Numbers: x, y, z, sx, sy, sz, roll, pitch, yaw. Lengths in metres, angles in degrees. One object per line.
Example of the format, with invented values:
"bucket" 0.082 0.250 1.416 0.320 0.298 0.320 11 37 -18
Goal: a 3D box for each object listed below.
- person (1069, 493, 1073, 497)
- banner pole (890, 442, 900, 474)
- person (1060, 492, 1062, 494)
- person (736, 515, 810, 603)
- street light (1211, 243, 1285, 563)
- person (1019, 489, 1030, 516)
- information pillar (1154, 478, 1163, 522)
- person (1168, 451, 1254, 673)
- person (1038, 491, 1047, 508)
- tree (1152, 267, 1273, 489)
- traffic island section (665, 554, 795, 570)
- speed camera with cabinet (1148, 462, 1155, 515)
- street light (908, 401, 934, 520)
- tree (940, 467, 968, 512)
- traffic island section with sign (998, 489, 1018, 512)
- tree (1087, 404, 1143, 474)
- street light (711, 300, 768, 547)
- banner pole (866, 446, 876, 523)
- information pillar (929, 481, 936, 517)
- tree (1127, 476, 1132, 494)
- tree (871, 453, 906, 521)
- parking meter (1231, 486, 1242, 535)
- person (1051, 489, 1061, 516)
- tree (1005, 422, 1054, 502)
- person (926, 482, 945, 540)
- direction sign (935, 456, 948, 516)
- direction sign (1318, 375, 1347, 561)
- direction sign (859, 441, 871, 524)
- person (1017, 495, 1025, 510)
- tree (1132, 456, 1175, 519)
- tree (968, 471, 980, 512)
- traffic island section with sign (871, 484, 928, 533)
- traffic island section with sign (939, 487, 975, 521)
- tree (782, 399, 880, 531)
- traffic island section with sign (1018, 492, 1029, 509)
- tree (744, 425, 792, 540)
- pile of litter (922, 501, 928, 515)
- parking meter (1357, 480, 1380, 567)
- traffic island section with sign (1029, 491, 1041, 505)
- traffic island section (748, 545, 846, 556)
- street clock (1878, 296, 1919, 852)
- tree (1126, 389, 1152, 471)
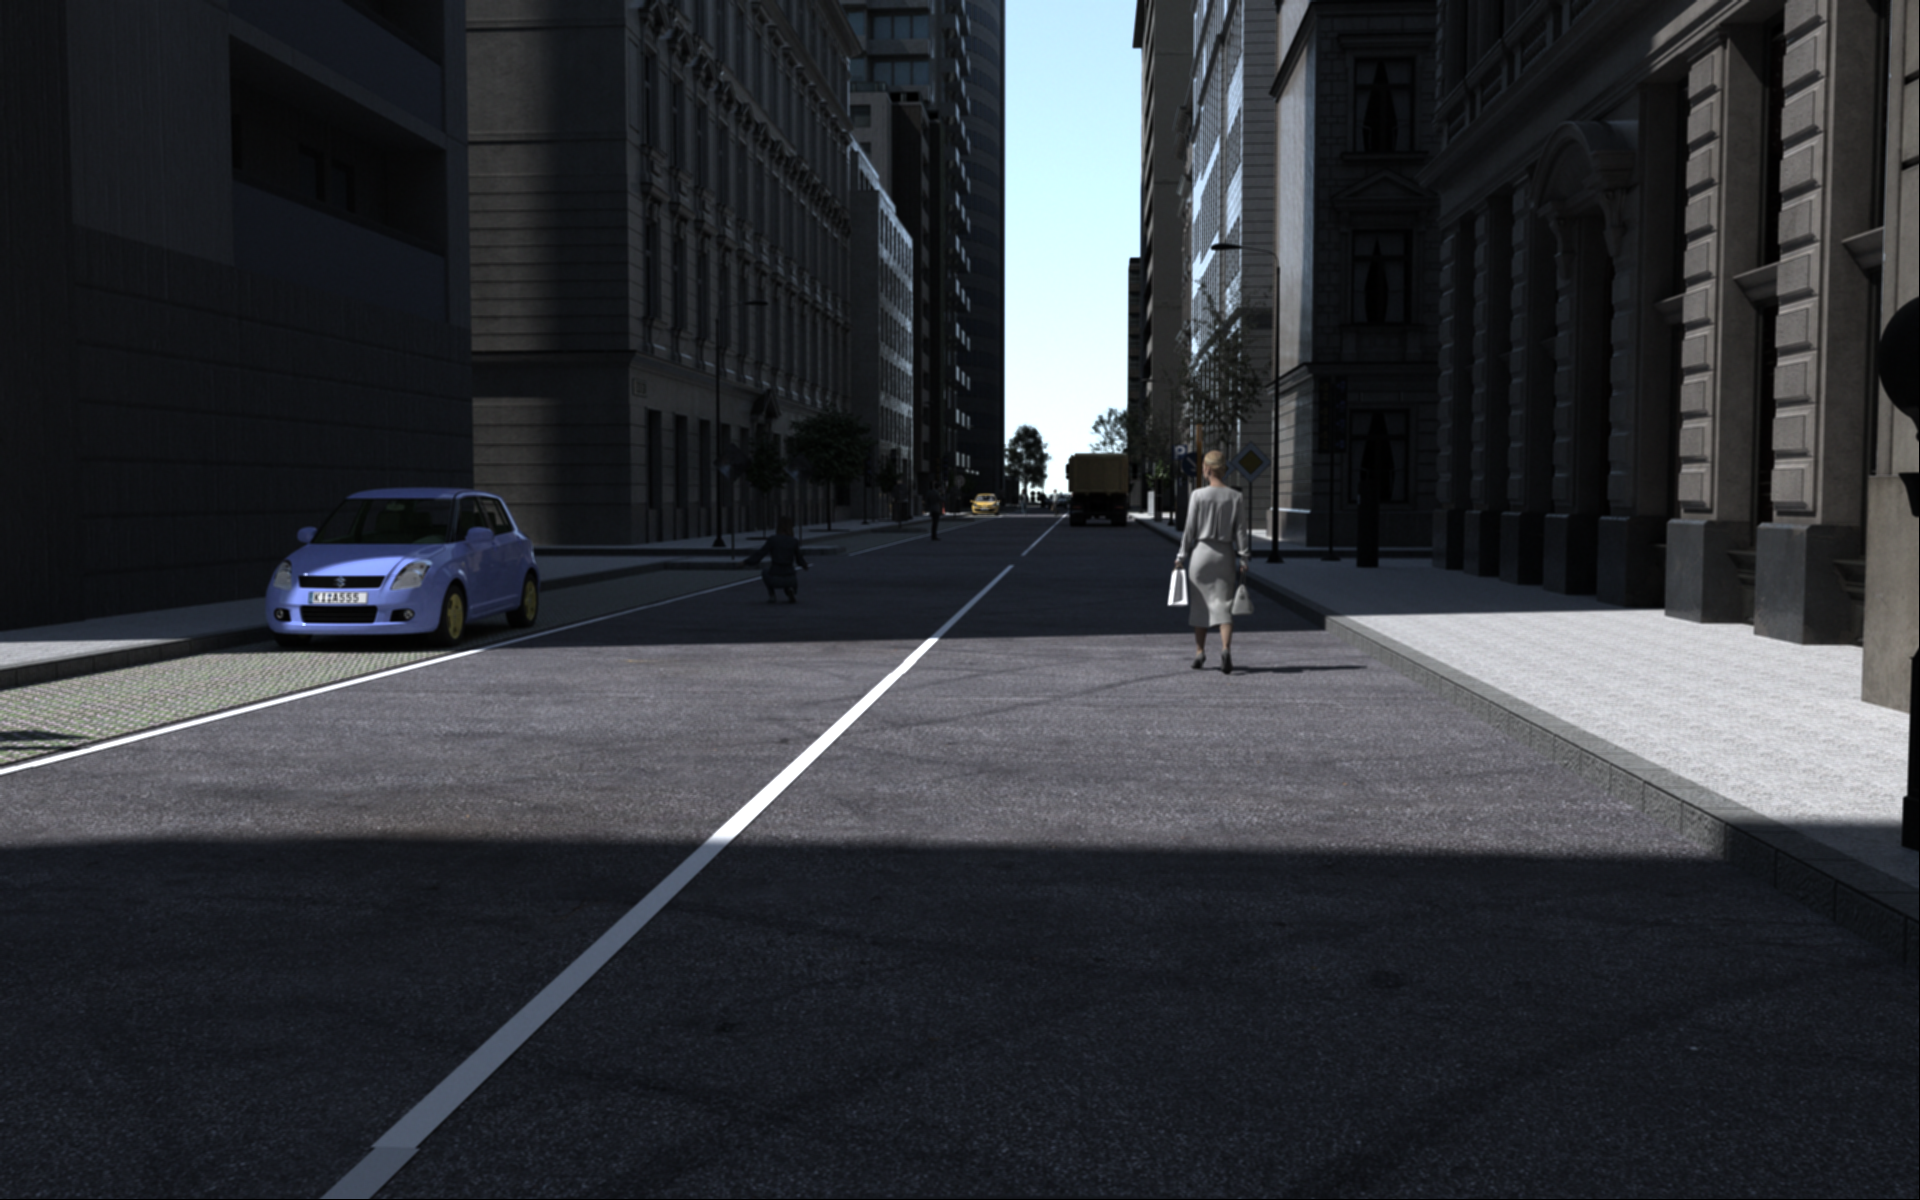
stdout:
"person" 13.377 -11.964 204.066 1.348 1.831 0.705 1 4 22
"banner pole" -3.114 -5.758 84.156 0.401 3.779 0.863 -3 5 -44
"person" 14.400 -14.592 247.167 1.348 1.812 0.705 -2 4 -31
"person" -2.465 -0.549 22.968 1.012 1.151 0.738 -1 4 -11
"street light" 5.343 -3.649 32.201 1.470 5.913 1.316 0 4 4
"person" 4.202 -6.413 113.702 0.623 1.781 0.721 -1 4 -22
"information pillar" 9.227 -4.653 80.576 0.304 2.012 0.304 -1 4 -12
"person" 2.014 -0.311 13.933 0.694 1.780 0.624 1 4 11
"person" 8.409 -10.203 175.867 0.990 1.755 0.434 1 4 23
"tree" 8.534 -6.503 56.684 4.360 8.622 3.978 0 3 0
"traffic island section" -4.455 -0.707 33.844 2.009 0.180 2.903 0 4 4
"speed camera with cabinet" 12.075 -6.894 107.049 0.660 3.252 2.038 1 4 16
"street light" -1.998 -7.001 87.006 1.470 5.913 1.316 0 4 4
"tree" -0.543 -7.831 122.632 1.663 3.219 1.824 0 3 0
"traffic island section with sign" 3.473 -8.133 141.600 1.989 1.847 2.006 0 4 4
"tree" 18.558 -16.789 200.258 9.928 11.665 9.643 0 3 0
"street light" -5.289 -4.228 41.668 1.470 5.913 1.316 0 4 4
"banner pole" -4.060 -5.402 78.331 0.401 3.779 0.863 -3 4 -38
"information pillar" -1.544 -5.715 97.929 0.304 2.012 0.304 3 4 37
"tree" 15.323 -10.026 158.529 1.663 3.219 1.824 0 3 0
"tree" -3.310 -5.350 82.075 1.663 3.219 1.824 0 3 0
"parking meter" 8.754 -2.842 54.873 0.372 1.533 0.369 0 3 0
"person" 6.231 -6.332 112.515 0.515 1.767 0.782 -1 4 -8
"tree" 10.459 -21.924 275.464 9.611 12.733 9.660 0 3 0
"person" -0.754 -2.754 53.711 0.473 1.802 0.592 -2 4 -29
"direction sign" -1.112 -6.830 103.665 0.876 3.537 0.379 -2 4 -27
"direction sign" 7.155 -2.527 33.318 0.379 3.537 0.876 -2 4 -23
"direction sign" -4.034 -4.990 73.576 0.379 3.537 0.876 2 4 33
"person" 5.680 -9.023 156.731 1.217 1.736 0.721 0 4 -1
"tree" 10.219 -5.765 88.857 1.663 3.219 1.824 0 3 0
"tree" 0.368 -8.150 127.853 1.663 3.219 1.824 0 3 0
"traffic island section with sign" -2.208 -3.412 64.413 1.989 1.847 2.006 0 4 4
"traffic island section with sign" -0.226 -5.056 91.296 1.989 1.847 2.006 0 4 4
"tree" -4.460 -4.665 59.994 4.285 4.588 4.351 0 3 0
"traffic island section with sign" 5.460 -9.777 168.482 1.989 1.847 2.006 0 4 4
"tree" -5.397 -3.319 48.869 1.663 3.219 1.824 0 3 0
"pile of litter" -2.680 -6.017 112.346 1.176 0.858 1.719 0 4 3
"parking meter" 7.166 -1.346 30.415 0.372 1.533 0.369 0 3 0
"traffic island section with sign" 9.470 -13.112 223.009 1.989 1.847 2.006 0 4 4
"traffic island section" -3.869 -1.194 41.808 2.009 0.180 2.903 0 4 4
"street clock" 3.531 -0.098 6.165 0.471 2.002 0.358 0 4 -7
"tree" 13.613 -10.379 120.055 4.360 8.622 3.978 0 3 0
